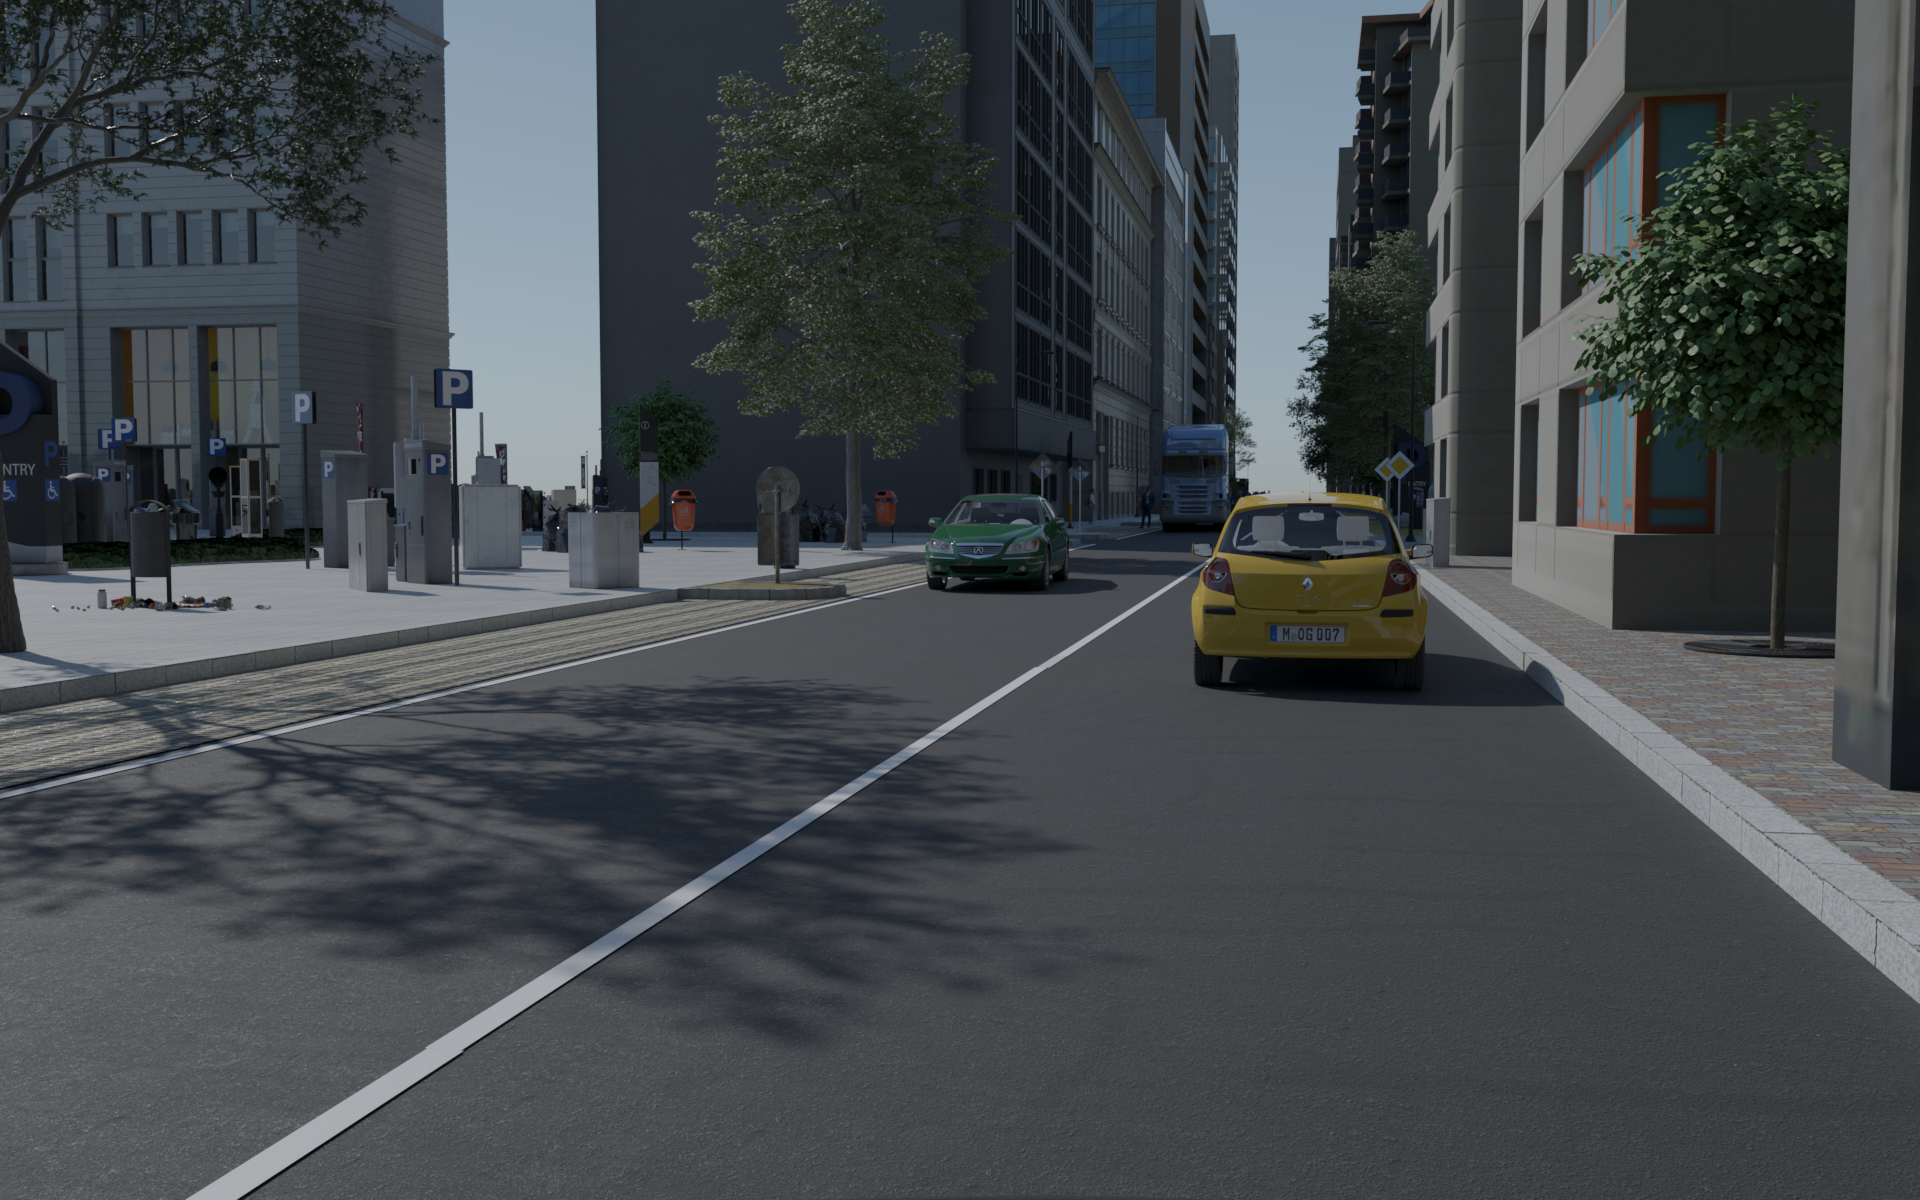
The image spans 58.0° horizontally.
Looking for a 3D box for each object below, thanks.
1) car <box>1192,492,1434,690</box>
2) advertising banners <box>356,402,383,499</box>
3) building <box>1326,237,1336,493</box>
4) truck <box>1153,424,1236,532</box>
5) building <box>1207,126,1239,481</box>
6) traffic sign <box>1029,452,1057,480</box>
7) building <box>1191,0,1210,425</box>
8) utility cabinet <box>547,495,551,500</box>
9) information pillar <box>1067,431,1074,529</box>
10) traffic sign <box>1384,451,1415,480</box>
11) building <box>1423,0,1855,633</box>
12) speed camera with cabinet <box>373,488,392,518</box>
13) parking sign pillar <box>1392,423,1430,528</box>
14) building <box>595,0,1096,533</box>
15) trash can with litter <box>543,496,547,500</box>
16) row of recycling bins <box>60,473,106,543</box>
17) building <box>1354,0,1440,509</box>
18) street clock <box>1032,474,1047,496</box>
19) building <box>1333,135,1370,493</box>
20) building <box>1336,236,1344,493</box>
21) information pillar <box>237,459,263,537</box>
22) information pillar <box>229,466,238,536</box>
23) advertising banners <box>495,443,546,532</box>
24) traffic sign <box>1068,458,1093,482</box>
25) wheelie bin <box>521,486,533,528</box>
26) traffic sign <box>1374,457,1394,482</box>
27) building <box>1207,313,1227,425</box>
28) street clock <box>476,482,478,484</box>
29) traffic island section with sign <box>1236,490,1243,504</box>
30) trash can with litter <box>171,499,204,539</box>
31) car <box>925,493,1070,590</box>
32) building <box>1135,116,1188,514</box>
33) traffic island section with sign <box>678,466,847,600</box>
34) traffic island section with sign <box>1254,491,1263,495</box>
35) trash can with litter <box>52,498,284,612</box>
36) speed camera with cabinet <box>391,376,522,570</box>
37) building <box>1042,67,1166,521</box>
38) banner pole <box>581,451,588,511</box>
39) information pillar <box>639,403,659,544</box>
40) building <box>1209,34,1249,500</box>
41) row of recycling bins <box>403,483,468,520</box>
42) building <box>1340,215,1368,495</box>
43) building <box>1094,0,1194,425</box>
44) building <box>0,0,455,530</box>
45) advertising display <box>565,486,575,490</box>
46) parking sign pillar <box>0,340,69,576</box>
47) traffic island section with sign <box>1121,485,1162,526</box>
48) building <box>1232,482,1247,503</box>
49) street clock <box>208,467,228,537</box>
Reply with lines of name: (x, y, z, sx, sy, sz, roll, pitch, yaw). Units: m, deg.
car: (2.874, -0.243, 14.204, 2.015, 1.641, 3.980, 1, 4, 12)
advertising banners: (-11.567, -2.308, 33.932, 0.090, 3.025, 2.074, 0, 4, -6)
building: (65.632, -36.209, 275.613, 14.154, 41.232, 14.086, 1, 4, 11)
truck: (10.243, -5.073, 72.710, 2.967, 4.110, 18.799, 1, 4, 11)
building: (24.661, -37.251, 228.660, 23.786, 49.044, 30.456, 1, 4, 11)
traffic sign: (2.284, -2.821, 48.314, 0.795, 2.593, 0.064, 1, 4, 11)
building: (11.026, -32.578, 156.344, 21.300, 48.544, 21.600, 1, 4, 11)
utility cabinet: (-27.742, -6.542, 118.131, 1.020, 1.237, 0.306, 3, 4, 38)
information pillar: (4.090, -4.478, 64.577, 0.183, 3.616, 0.504, -1, 4, -10)
traffic sign: (11.779, -2.702, 46.365, 0.795, 2.593, 0.064, 1, 4, 11)
building: (22.598, -11.136, 27.120, 27.650, 21.520, 28.899, 1, 4, 11)
speed camera with cabinet: (-15.592, -3.300, 48.298, 2.038, 3.252, 0.660, -3, 4, -38)
parking sign pillar: (17.097, -4.717, 65.599, 1.447, 3.967, 1.447, 0, 4, -3)
building: (-3.001, -16.830, 68.672, 14.314, 27.812, 24.014, 1, 4, 11)
trash can with litter: (-31.202, -7.268, 130.216, 0.624, 1.170, 1.055, -3, 4, -38)
row of recycling bins: (-17.662, -1.577, 32.905, 1.069, 1.692, 3.534, 1, 4, 16)
building: (47.008, -30.716, 156.831, 22.147, 44.769, 28.867, 1, 4, 11)
street clock: (2.670, -3.281, 58.219, 0.471, 2.002, 0.358, 0, 4, -7)
building: (60.399, -36.972, 228.199, 21.300, 48.544, 21.600, 1, 4, 11)
building: (49.387, -25.805, 193.612, 14.160, 30.474, 14.107, 1, 4, 11)
information pillar: (-14.744, -1.930, 36.044, 0.304, 2.012, 0.304, 3, 5, 39)
information pillar: (-18.835, -2.490, 45.208, 0.304, 2.012, 0.304, 0, 4, -1)
advertising banners: (-15.133, -3.875, 59.547, 2.074, 3.025, 0.090, 2, 4, 24)
traffic sign: (3.878, -3.300, 56.138, 0.795, 2.593, 0.064, 1, 4, 11)
wheelie bin: (-16.403, -3.529, 65.615, 0.693, 1.594, 0.980, 1, 4, 9)
traffic sign: (13.374, -3.180, 54.190, 0.795, 2.593, 0.064, 1, 4, 11)
building: (13.393, -20.634, 182.407, 27.650, 21.520, 28.899, 1, 4, 11)
street clock: (-21.712, -4.513, 78.352, 0.358, 2.002, 0.471, -2, 4, -34)
traffic island section with sign: (29.225, -10.523, 180.677, 1.989, 1.847, 2.006, 1, 4, 11)
trash can with litter: (-17.476, -1.729, 39.653, 1.055, 1.170, 0.624, 0, 4, 5)
car: (0.665, -0.955, 27.415, 2.131, 1.459, 4.920, 1, 4, 10)
building: (8.915, -18.453, 119.730, 12.078, 24.808, 19.932, 1, 4, 11)
traffic island section with sign: (-2.668, -0.951, 24.181, 1.989, 1.847, 2.006, 1, 4, 11)
traffic island section with sign: (45.631, -15.444, 261.135, 1.989, 1.847, 2.006, 1, 4, 11)
trash can with litter: (-8.826, -0.509, 19.381, 2.233, 1.210, 1.678, 1, 4, 18)
speed camera with cabinet: (-8.550, -2.149, 29.471, 2.038, 3.252, 0.660, -1, 4, -21)
building: (1.961, -16.052, 95.739, 16.112, 22.955, 30.059, 1, 4, 11)
banner pole: (-21.605, -6.713, 99.780, 0.401, 3.779, 0.863, 1, 4, 22)
information pillar: (-8.071, -3.275, 44.898, 0.504, 3.616, 0.183, -1, 4, -20)
building: (35.941, -51.259, 276.342, 20.563, 71.187, 20.611, 1, 4, 11)
row of recycling bins: (-19.466, -3.528, 64.788, 1.069, 1.692, 3.534, 2, 4, 30)
building: (47.226, -24.934, 179.377, 14.160, 30.474, 14.107, 1, 4, 11)
building: (11.096, -29.844, 138.054, 14.600, 45.320, 14.200, 1, 4, 11)
building: (-36.638, -17.809, 68.668, 29.804, 29.767, 11.434, 1, 4, 11)
advertising display: (-29.944, -7.816, 133.003, 0.974, 1.923, 0.123, 2, 4, 29)
parking sign pillar: (-15.044, -2.389, 27.533, 1.447, 3.967, 1.447, 0, 4, 8)
traffic island section with sign: (8.325, -4.254, 78.181, 1.989, 1.847, 2.006, 1, 4, 11)
building: (26.131, -34.536, 256.539, 32.217, 40.220, 23.993, 1, 4, 11)
street clock: (-19.543, -2.514, 45.673, 0.471, 2.002, 0.358, -1, 4, -19)
